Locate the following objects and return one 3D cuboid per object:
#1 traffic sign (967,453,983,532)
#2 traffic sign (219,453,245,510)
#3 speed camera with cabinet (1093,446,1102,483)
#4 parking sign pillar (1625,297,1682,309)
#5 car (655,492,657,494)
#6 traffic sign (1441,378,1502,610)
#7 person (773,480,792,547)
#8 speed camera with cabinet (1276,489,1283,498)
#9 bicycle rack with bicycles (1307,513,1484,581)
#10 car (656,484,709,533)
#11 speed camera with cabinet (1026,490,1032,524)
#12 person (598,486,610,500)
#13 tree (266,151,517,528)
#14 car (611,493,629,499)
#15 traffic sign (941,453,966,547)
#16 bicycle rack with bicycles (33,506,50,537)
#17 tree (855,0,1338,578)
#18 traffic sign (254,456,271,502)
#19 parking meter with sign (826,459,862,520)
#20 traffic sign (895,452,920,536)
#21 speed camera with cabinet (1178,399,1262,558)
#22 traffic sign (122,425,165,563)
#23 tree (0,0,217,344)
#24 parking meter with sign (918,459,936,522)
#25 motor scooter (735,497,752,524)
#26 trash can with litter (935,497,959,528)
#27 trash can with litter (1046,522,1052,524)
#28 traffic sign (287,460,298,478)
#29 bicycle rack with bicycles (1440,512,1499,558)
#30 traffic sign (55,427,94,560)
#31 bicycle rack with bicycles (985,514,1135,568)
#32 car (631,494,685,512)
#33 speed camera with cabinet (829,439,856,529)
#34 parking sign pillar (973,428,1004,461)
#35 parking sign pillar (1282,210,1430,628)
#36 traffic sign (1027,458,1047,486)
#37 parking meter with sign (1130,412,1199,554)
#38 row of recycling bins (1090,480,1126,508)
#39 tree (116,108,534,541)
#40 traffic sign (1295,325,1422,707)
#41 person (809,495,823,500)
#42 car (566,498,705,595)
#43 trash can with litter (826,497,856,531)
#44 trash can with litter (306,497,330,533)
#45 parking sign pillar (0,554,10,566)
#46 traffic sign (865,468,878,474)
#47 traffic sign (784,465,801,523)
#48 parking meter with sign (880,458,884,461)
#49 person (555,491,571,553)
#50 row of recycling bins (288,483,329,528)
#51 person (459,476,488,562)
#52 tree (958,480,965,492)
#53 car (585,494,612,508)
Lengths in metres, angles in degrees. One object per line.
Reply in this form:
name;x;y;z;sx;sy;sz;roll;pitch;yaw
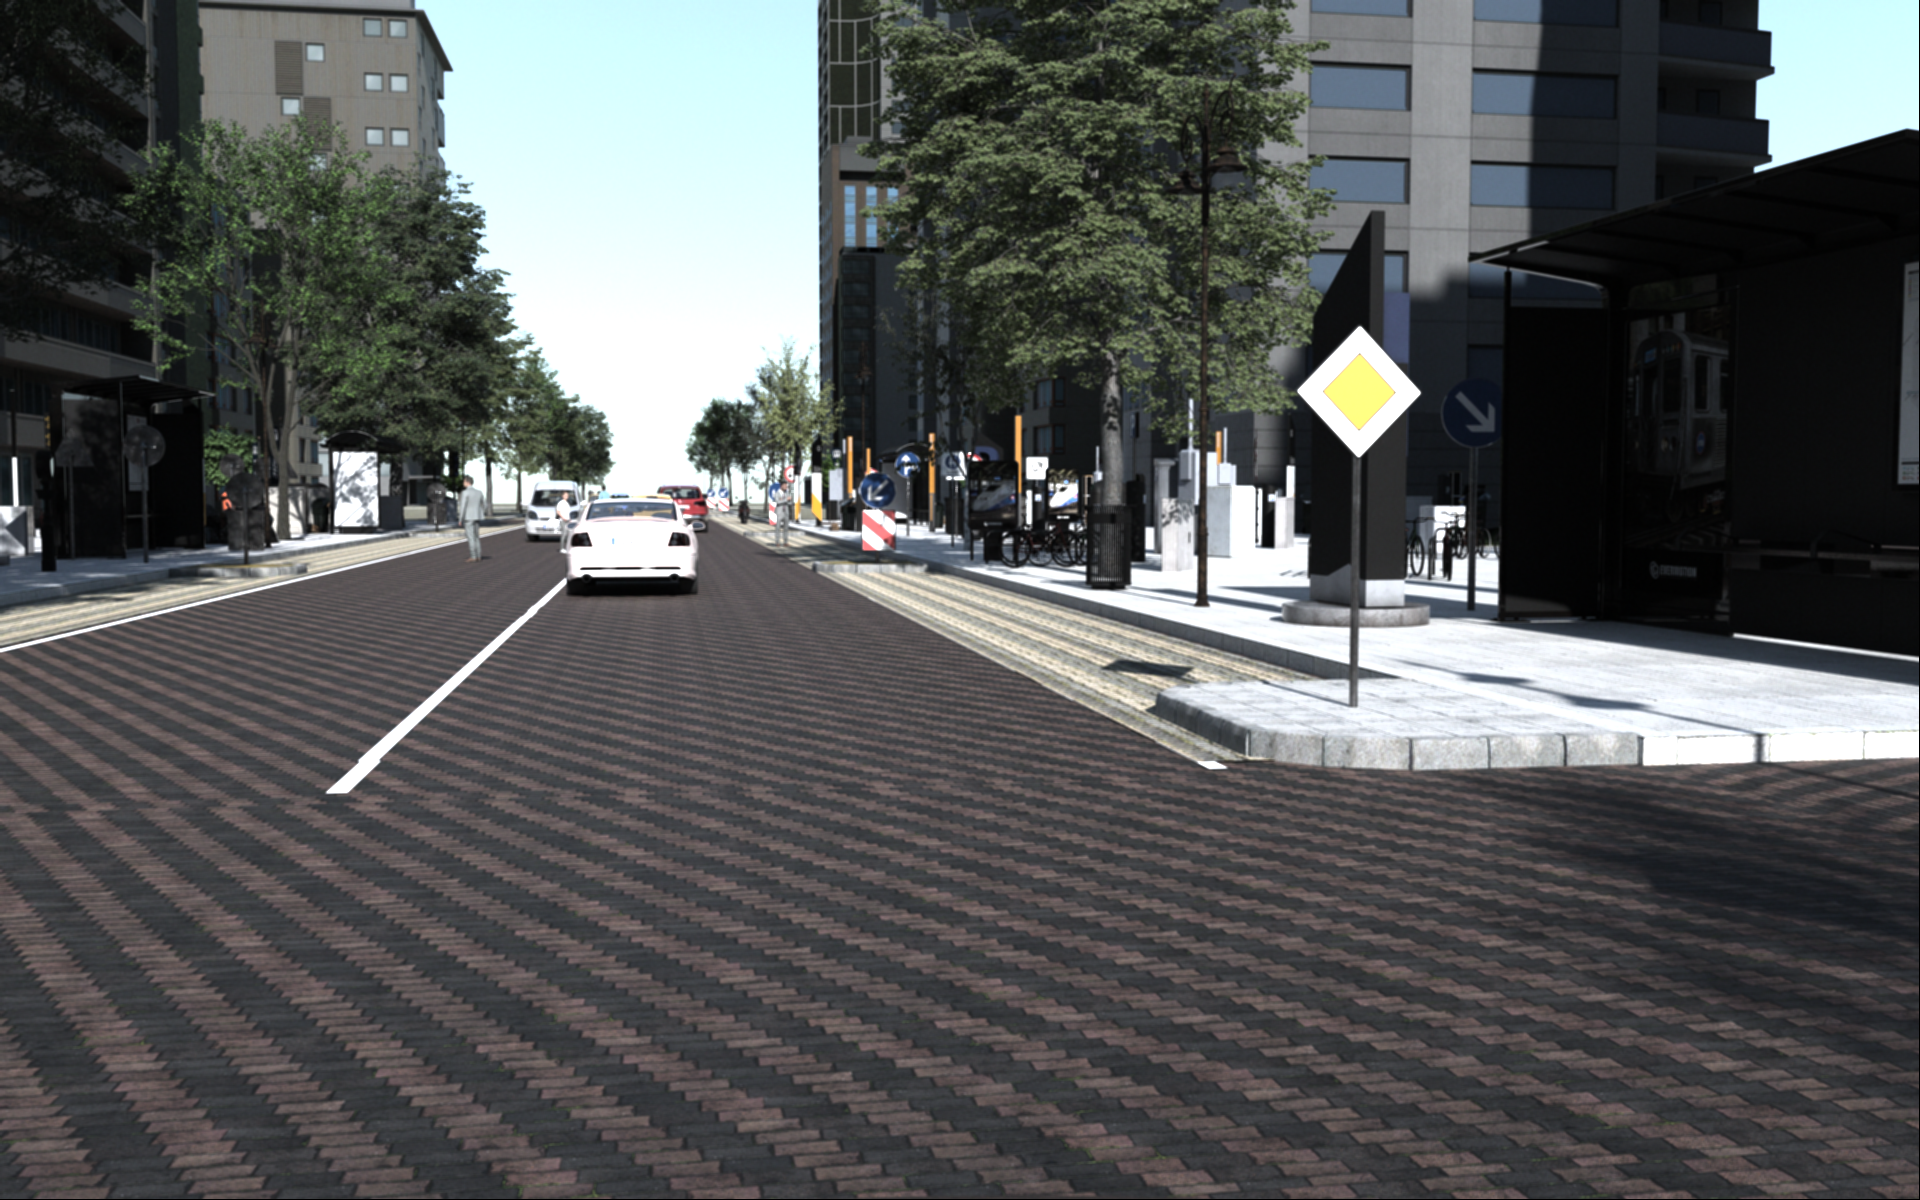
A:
traffic sign;0.352;-3.303;54.106;0.768;2.556;0.104;0;4;-7
traffic sign;-22.794;-3.312;54.253;0.768;2.556;0.104;0;4;-5
speed camera with cabinet;6.003;-4.698;71.148;0.660;3.252;2.038;-1;4;-11
parking sign pillar;7.782;-1.909;19.681;1.447;3.967;1.447;-1;4;-17
car;-34.832;-11.560;198.601;1.945;1.707;3.694;-1;4;-12
traffic sign;5.645;-1.159;19.051;0.768;2.556;0.104;0;4;-2
person;-4.753;-2.326;46.709;0.466;1.800;0.511;3;5;44
speed camera with cabinet;8.612;-3.516;51.816;2.038;3.252;0.660;0;4;8
bicycle rack with bicycles;6.577;-0.830;26.954;2.852;0.926;2.925;1;4;18
car;-10.693;-3.495;65.817;2.281;1.827;5.304;-1;4;-12
speed camera with cabinet;2.309;-4.976;75.685;2.038;3.252;0.660;2;4;27
person;-16.327;-4.344;79.538;0.620;1.820;0.660;3;5;39
tree;-21.544;-9.726;65.673;9.857;13.997;8.962;0;3;0
car;-25.877;-7.475;131.802;1.945;1.707;3.694;0;4;-8
traffic sign;-0.178;-2.433;41.914;0.606;2.300;0.079;0;4;-3
bicycle rack with bicycles;-27.782;-2.262;50.361;2.852;0.926;2.925;-2;4;-25
tree;1.901;-6.617;26.321;7.486;12.596;7.792;0;3;0
traffic sign;-23.370;-3.558;58.283;0.768;2.556;0.104;0;4;-3
parking meter with sign;-5.735;-5.456;85.468;1.738;3.016;0.543;0;4;1
traffic sign;-1.584;-3.219;52.738;0.768;2.556;0.104;0;4;-4
speed camera with cabinet;5.252;-2.518;35.502;0.660;3.252;2.038;-2;4;-25
traffic sign;-15.121;-1.957;32.102;0.768;2.556;0.104;0;4;-4
tree;-14.281;-5.455;23.597;8.767;10.594;7.601;0;4;3
parking meter with sign;-1.555;-5.074;79.226;0.543;3.016;1.738;1;4;11
motor scooter;-10.419;-4.327;83.517;0.815;1.314;1.986;-1;4;-11
trash can with litter;-0.612;-3.278;64.986;1.055;1.170;0.624;0;4;2
trash can with litter;3.868;-3.798;73.487;0.624;1.170;1.055;-1;4;-14
traffic sign;-22.976;-3.606;58.966;0.884;2.594;0.081;-1;4;-8
bicycle rack with bicycles;10.410;-1.266;34.083;2.925;0.926;2.852;-3;5;-42
traffic sign;-17.213;-2.052;33.547;0.884;2.594;0.081;0;4;0
bicycle rack with bicycles;1.778;-1.093;31.257;2.925;0.926;2.852;-1;4;-15
car;-9.288;-2.564;52.147;2.015;1.641;3.980;-1;4;-11
speed camera with cabinet;-4.045;-4.209;63.159;0.660;3.252;2.038;2;4;25
parking sign pillar;1.111;-5.011;70.398;1.447;3.967;1.447;1;4;21
parking sign pillar;3.959;-1.759;17.227;1.447;3.967;1.447;-1;4;-13
traffic sign;2.162;-2.849;48.710;0.606;2.300;0.079;-1;4;-10
parking meter with sign;4.538;-2.492;37.002;1.738;3.016;0.543;0;4;-6
row of recycling bins;4.343;-2.636;50.218;1.069;1.692;3.534;1;4;9
tree;-18.871;-7.461;47.747;9.928;11.665;9.643;0;3;0
traffic sign;2.367;-0.411;10.370;0.795;2.450;0.064;-1;4;-10
person;-13.786;-9.590;165.302;1.348;1.823;0.705;0;4;6
car;-4.877;-0.833;25.987;2.083;1.381;4.827;-1;4;-9
trash can with litter;-4.090;-2.998;60.397;1.055;1.170;0.624;-2;4;-23
trash can with litter;-21.082;-2.788;56.973;0.624;1.170;1.055;0;4;4
parking sign pillar;-17.835;-2.595;30.901;1.447;3.967;1.447;0;4;0
traffic sign;-4.380;-5.250;85.943;0.768;2.556;0.104;-1;4;-10
traffic sign;-7.415;-4.691;76.800;0.768;2.556;0.104;0;4;-1
parking meter with sign;-3.425;-5.225;81.682;0.543;3.016;1.738;-1;4;-9
person;-9.597;-1.899;42.147;0.523;1.515;0.503;-1;4;-13
row of recycling bins;-24.890;-3.585;65.730;1.069;1.692;3.534;-3;5;-42
person;-10.298;-1.711;36.569;0.391;1.810;0.635;2;4;24
tree;0.599;-5.478;84.166;1.663;3.219;1.824;0;3;0
car;-21.909;-5.829;105.522;2.015;1.641;3.980;-1;4;-8
